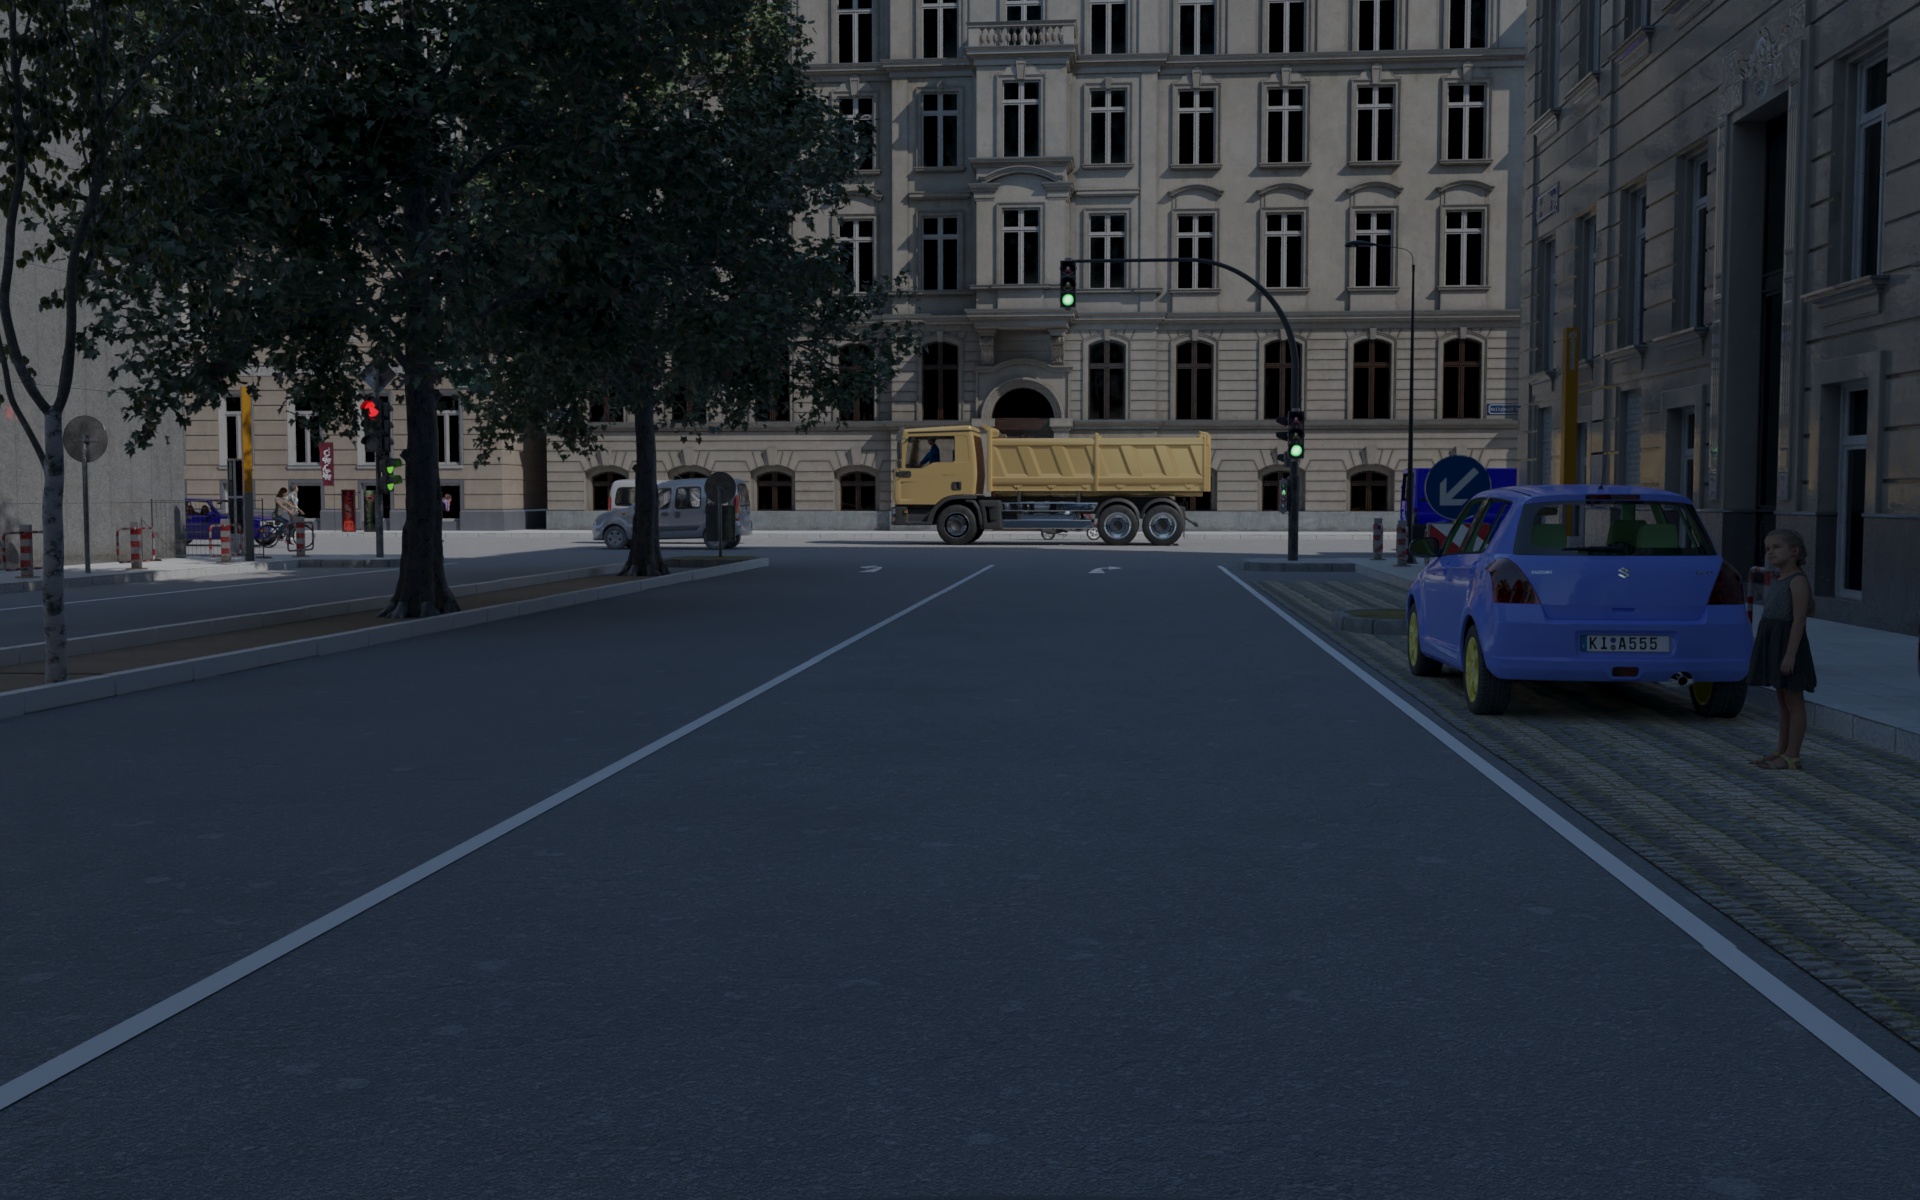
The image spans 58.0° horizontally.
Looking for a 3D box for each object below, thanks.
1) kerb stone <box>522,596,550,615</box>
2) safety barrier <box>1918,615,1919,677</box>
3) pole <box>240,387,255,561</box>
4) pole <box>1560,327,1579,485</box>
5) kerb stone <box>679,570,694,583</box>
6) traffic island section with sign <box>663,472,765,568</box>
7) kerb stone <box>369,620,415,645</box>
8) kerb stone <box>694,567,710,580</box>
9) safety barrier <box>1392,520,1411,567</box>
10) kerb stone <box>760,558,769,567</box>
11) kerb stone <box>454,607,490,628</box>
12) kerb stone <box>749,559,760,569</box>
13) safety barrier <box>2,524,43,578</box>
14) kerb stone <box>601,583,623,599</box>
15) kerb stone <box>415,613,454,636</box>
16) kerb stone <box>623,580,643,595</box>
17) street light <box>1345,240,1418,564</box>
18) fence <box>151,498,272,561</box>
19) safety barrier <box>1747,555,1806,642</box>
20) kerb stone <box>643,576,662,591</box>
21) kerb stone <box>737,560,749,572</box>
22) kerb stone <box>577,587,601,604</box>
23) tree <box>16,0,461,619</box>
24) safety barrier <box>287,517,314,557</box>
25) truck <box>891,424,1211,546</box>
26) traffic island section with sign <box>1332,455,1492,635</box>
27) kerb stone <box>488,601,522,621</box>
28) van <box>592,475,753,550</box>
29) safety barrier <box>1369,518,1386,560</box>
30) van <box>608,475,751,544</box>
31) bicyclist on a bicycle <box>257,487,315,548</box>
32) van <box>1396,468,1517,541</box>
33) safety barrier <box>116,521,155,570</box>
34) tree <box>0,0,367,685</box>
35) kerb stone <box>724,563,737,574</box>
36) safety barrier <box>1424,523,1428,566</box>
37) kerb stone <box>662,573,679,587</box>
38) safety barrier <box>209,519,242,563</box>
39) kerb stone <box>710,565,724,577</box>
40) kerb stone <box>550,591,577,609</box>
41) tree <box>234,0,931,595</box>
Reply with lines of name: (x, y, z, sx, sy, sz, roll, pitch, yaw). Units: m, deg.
kerb stone: (-5.211, 0.080, 20.956, 0.120, 0.150, 1.000, 0, 4, 5)
safety barrier: (5.884, 0.253, 10.143, 0.300, 0.817, 1.120, 0, 4, 5)
pole: (-13.586, -2.396, 33.017, 0.158, 3.312, 0.155, 0, 3, 0)
pole: (7.494, -1.682, 21.340, 0.158, 3.312, 0.155, 0, 3, 0)
kerb stone: (-4.536, -0.362, 28.119, 0.120, 0.150, 1.000, 0, 4, 5)
traffic island section with sign: (-4.949, -1.626, 34.715, 2.006, 1.907, 1.989, 0, 4, 5)
kerb stone: (-5.601, 0.325, 16.876, 0.120, 0.150, 1.000, 0, 4, 5)
kerb stone: (-4.429, -0.425, 29.143, 0.120, 0.150, 1.000, 0, 4, 5)
safety barrier: (7.837, -1.004, 30.697, 0.300, 0.817, 1.120, 0, 4, 5)
kerb stone: (-3.947, -0.734, 34.264, 0.120, 0.150, 1.000, 0, 4, 5)
kerb stone: (-5.408, 0.202, 18.916, 0.120, 0.150, 1.000, 0, 4, 5)
kerb stone: (-4.044, -0.675, 33.239, 0.120, 0.150, 1.000, 0, 4, 5)
safety barrier: (-14.259, -0.745, 26.458, 0.300, 0.817, 1.120, 0, 4, 5)
kerb stone: (-4.918, -0.112, 24.029, 0.120, 0.150, 1.000, 0, 4, 5)
kerb stone: (-5.505, 0.266, 17.896, 0.120, 0.150, 1.000, 0, 4, 5)
kerb stone: (-4.824, -0.175, 25.054, 0.120, 0.150, 1.000, 0, 4, 5)
street light: (7.746, -3.627, 31.847, 1.470, 5.913, 1.316, 0, 4, 5)
fence: (-14.690, -1.386, 33.868, 2.264, 1.192, 0.480, -3, 5, -42)
safety barrier: (6.161, 0.073, 13.080, 0.300, 0.817, 1.120, 0, 4, 5)
kerb stone: (-4.721, -0.231, 26.074, 0.120, 0.150, 1.000, 0, 4, 5)
kerb stone: (-4.141, -0.612, 32.219, 0.120, 0.150, 1.000, 0, 4, 5)
kerb stone: (-5.018, -0.050, 23.010, 0.120, 0.150, 1.000, 0, 4, 5)
tree: (-6.251, -6.147, 19.967, 9.611, 12.733, 9.660, 0, 3, 0)
safety barrier: (-13.419, -1.282, 35.242, 0.300, 0.817, 1.120, 0, 4, 5)
truck: (2.141, -3.262, 49.255, 9.791, 3.379, 3.469, 0, 4, 6)
traffic island section with sign: (4.998, -0.591, 18.289, 1.989, 1.847, 2.006, 0, 4, 5)
kerb stone: (-5.308, 0.138, 19.936, 0.120, 0.150, 1.000, 0, 4, 5)
van: (-7.536, -2.341, 45.284, 4.112, 2.044, 2.013, 0, 4, 6)
safety barrier: (8.115, -1.184, 33.629, 0.300, 0.817, 1.120, 0, 4, 5)
van: (-8.101, -2.641, 50.188, 4.112, 2.044, 2.013, 0, 4, 5)
bicyclist on a bicycle: (-17.870, -2.194, 45.893, 1.625, 1.676, 1.499, 0, 4, 7)
van: (12.949, -2.198, 40.319, 5.245, 2.365, 2.240, 0, 4, 4)
safety barrier: (-13.979, -0.924, 29.385, 0.300, 0.817, 1.120, 0, 4, 5)
tree: (-6.627, -3.663, 12.704, 4.360, 8.622, 3.978, 0, 3, 0)
kerb stone: (-4.240, -0.550, 31.190, 0.120, 0.150, 1.000, 0, 4, 5)
safety barrier: (7.555, -0.824, 27.756, 0.300, 0.817, 1.120, 0, 4, 5)
kerb stone: (-4.627, -0.297, 27.094, 0.120, 0.150, 1.000, 0, 4, 5)
safety barrier: (-13.699, -1.103, 32.312, 0.300, 0.817, 1.120, 0, 4, 5)
kerb stone: (-4.335, -0.487, 30.167, 0.120, 0.150, 1.000, 0, 4, 5)
kerb stone: (-5.115, 0.013, 21.976, 0.120, 0.150, 1.000, 0, 4, 5)
tree: (-5.521, -6.778, 30.278, 9.611, 12.733, 9.660, 0, 3, 0)
